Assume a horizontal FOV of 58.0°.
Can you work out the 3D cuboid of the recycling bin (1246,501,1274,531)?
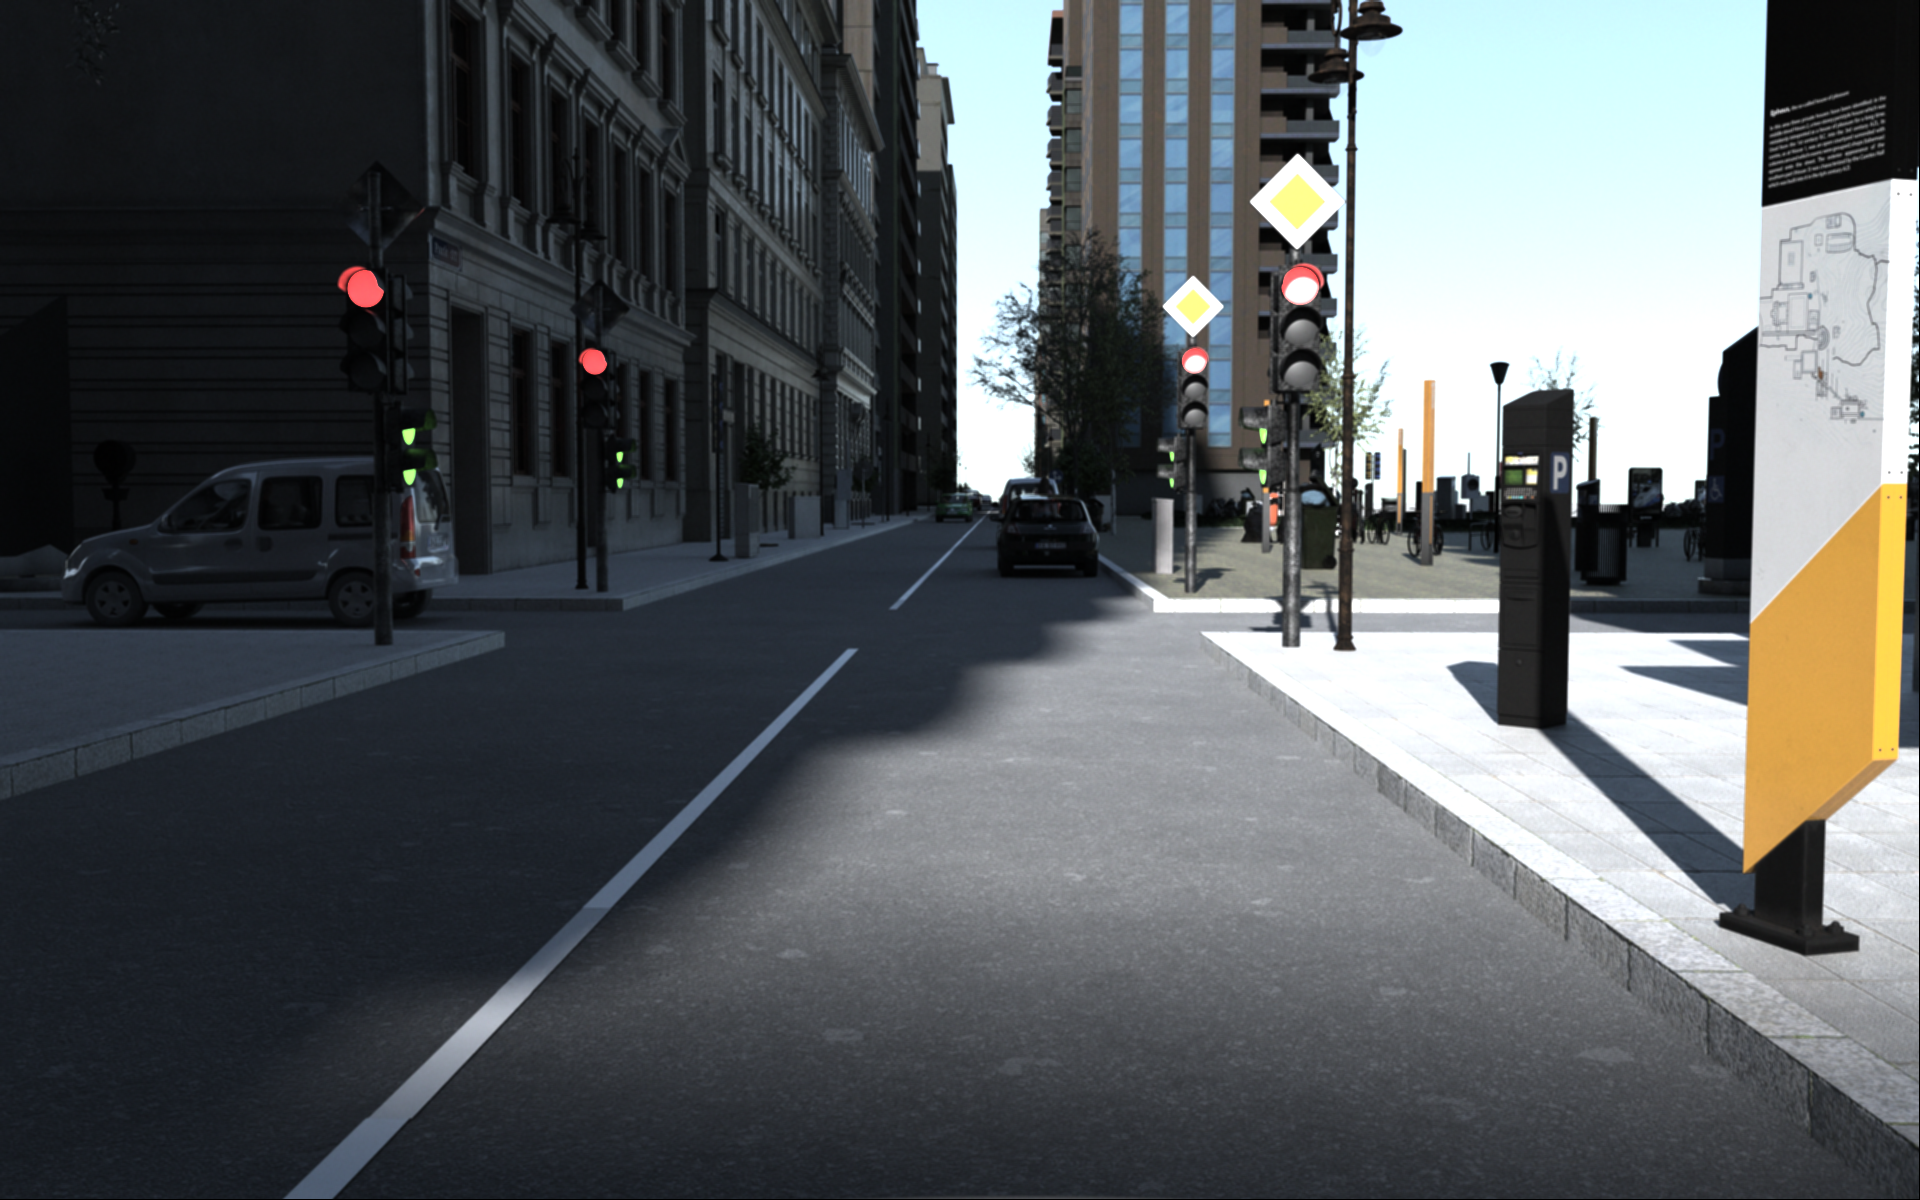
[{"bbox_3d":[10.393,-2.897,59.917,0.722,1.027,0.722,-2,4,-26],"label":"recycling bin"}]

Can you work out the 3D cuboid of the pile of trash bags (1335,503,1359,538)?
[{"bbox_3d":[10.620,-2.486,50.398,1.912,1.369,3.447,1,4,12],"label":"pile of trash bags"}]

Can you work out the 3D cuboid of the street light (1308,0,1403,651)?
[{"bbox_3d":[3.166,-2.525,14.076,0.468,5.910,1.993,0,4,2],"label":"street light"}]

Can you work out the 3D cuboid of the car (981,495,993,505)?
[{"bbox_3d":[3.355,-13.484,232.818,2.083,1.381,4.827,0,4,2],"label":"car"}]

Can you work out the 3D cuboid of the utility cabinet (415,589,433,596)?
[{"bbox_3d":[-7.210,-0.664,22.023,1.020,1.237,0.306,1,4,21],"label":"utility cabinet"}]

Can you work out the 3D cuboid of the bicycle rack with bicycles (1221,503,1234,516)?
[{"bbox_3d":[12.231,-3.708,74.014,2.852,0.926,2.925,1,4,11],"label":"bicycle rack with bicycles"}]

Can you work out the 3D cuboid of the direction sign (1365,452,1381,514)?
[{"bbox_3d":[22.241,-6.199,93.348,0.876,3.537,0.379,-1,4,-14],"label":"direction sign"}]

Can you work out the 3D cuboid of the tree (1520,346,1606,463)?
[{"bbox_3d":[30.008,-8.369,87.189,4.360,8.622,3.978,0,3,0],"label":"tree"}]

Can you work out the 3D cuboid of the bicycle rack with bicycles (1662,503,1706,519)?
[{"bbox_3d":[27.903,-3.312,67.535,2.852,0.926,2.925,2,4,32],"label":"bicycle rack with bicycles"}]

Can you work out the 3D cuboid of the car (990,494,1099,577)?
[{"bbox_3d":[1.549,-1.323,31.416,2.009,1.686,4.222,0,4,0],"label":"car"}]

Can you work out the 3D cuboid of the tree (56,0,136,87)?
[{"bbox_3d":[-6.154,-5.951,7.670,12.009,13.543,11.850,0,3,0],"label":"tree"}]

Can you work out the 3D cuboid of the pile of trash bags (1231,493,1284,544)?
[{"bbox_3d":[8.336,-2.205,45.812,1.912,1.369,3.447,1,4,13],"label":"pile of trash bags"}]

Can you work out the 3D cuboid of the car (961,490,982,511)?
[{"bbox_3d":[0.847,-8.801,152.563,2.281,1.827,5.304,0,4,2],"label":"car"}]

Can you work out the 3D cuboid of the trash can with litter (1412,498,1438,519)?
[{"bbox_3d":[18.967,-3.638,70.872,1.055,1.170,0.624,-1,4,-17],"label":"trash can with litter"}]

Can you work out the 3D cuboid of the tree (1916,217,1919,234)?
[{"bbox_3d":[23.568,-5.552,41.146,4.737,8.622,4.395,0,3,0],"label":"tree"}]

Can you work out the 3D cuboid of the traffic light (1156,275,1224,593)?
[{"bbox_3d":[2.981,-2.050,22.433,0.839,4.253,0.868,0,4,2],"label":"traffic light"}]

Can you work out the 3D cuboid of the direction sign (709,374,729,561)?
[{"bbox_3d":[-4.625,-2.513,33.086,0.379,3.537,0.876,0,4,4],"label":"direction sign"}]

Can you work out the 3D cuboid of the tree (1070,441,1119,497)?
[{"bbox_3d":[4.569,-4.074,61.214,1.663,3.219,1.824,0,3,0],"label":"tree"}]

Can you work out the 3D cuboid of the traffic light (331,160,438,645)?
[{"bbox_3d":[-4.893,-1.573,14.641,0.839,4.253,0.868,0,4,2],"label":"traffic light"}]

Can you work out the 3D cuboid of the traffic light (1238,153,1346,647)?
[{"bbox_3d":[2.766,-1.561,14.451,0.839,4.253,0.868,0,4,2],"label":"traffic light"}]

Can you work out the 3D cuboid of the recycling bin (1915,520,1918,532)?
[{"bbox_3d":[32.690,-2.868,59.448,0.722,1.027,0.722,3,5,42],"label":"recycling bin"}]

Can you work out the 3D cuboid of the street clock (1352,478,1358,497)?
[{"bbox_3d":[17.612,-4.477,77.774,0.358,2.002,0.471,-3,5,-41],"label":"street clock"}]

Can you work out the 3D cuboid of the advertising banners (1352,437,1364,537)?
[{"bbox_3d":[12.053,-3.457,52.706,0.090,3.025,2.074,0,4,3],"label":"advertising banners"}]

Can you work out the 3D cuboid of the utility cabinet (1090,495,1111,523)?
[{"bbox_3d":[6.307,-4.038,77.182,1.020,1.237,0.306,-2,4,-24],"label":"utility cabinet"}]

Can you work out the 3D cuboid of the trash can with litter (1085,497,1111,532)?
[{"bbox_3d":[4.715,-2.894,58.699,1.055,1.170,0.624,-3,4,-39],"label":"trash can with litter"}]

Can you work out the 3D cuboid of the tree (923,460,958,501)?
[{"bbox_3d":[-1.880,-11.198,166.807,4.285,4.588,4.351,0,3,0],"label":"tree"}]

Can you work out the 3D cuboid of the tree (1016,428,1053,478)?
[{"bbox_3d":[8.272,-14.397,185.760,4.360,8.622,3.978,0,3,0],"label":"tree"}]

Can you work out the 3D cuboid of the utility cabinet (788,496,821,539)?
[{"bbox_3d":[-4.475,-2.360,49.749,0.306,1.237,1.020,3,5,43],"label":"utility cabinet"}]

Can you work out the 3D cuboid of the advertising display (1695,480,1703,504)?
[{"bbox_3d":[34.163,-4.566,79.869,0.974,1.923,0.123,-3,5,-41],"label":"advertising display"}]

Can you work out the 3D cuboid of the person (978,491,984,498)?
[{"bbox_3d":[2.341,-12.932,219.956,1.348,1.821,0.705,1,4,12],"label":"person"}]

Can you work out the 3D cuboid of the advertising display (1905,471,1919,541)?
[{"bbox_3d":[26.224,-2.608,47.858,0.123,1.923,0.974,-1,4,-13],"label":"advertising display"}]

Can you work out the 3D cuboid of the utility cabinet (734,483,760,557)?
[{"bbox_3d":[-4.296,-1.614,35.060,0.318,1.500,1.173,0,4,3],"label":"utility cabinet"}]

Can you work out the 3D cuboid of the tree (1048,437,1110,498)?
[{"bbox_3d":[6.144,-6.534,90.545,4.285,4.588,4.351,0,3,0],"label":"tree"}]

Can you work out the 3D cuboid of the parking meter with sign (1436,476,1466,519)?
[{"bbox_3d":[20.444,-4.684,72.852,1.738,3.016,0.543,3,5,42],"label":"parking meter with sign"}]

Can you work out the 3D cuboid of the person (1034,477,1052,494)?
[{"bbox_3d":[1.977,-1.941,40.238,0.555,1.821,0.388,0,4,-1],"label":"person"}]

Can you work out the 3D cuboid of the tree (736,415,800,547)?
[{"bbox_3d":[-5.015,-2.924,42.417,1.663,3.219,1.824,0,3,0],"label":"tree"}]

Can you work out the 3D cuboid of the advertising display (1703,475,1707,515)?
[{"bbox_3d":[23.651,-2.990,54.105,0.123,1.923,0.974,-1,4,-13],"label":"advertising display"}]

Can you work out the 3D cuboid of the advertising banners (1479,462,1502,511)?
[{"bbox_3d":[28.872,-6.007,94.406,2.074,3.025,0.090,3,4,37],"label":"advertising banners"}]

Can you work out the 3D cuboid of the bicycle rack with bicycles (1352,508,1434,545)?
[{"bbox_3d":[11.231,-1.931,44.958,2.852,0.926,2.925,1,4,16],"label":"bicycle rack with bicycles"}]

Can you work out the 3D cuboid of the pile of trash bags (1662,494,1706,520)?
[{"bbox_3d":[31.698,-4.066,76.227,3.447,1.369,1.912,-2,4,-26],"label":"pile of trash bags"}]

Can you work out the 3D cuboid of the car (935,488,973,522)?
[{"bbox_3d":[-0.292,-4.895,88.832,1.959,1.807,4.718,0,4,3],"label":"car"}]

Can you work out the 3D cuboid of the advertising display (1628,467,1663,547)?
[{"bbox_3d":[16.606,-2.250,41.996,0.974,1.923,0.123,-1,4,-23],"label":"advertising display"}]

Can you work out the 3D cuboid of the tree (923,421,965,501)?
[{"bbox_3d":[-1.928,-13.562,172.102,4.360,8.622,3.978,0,3,0],"label":"tree"}]

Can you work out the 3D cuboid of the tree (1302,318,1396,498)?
[{"bbox_3d":[16.149,-7.527,73.427,4.737,8.622,4.395,0,3,0],"label":"tree"}]

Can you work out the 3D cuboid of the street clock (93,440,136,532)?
[{"bbox_3d":[-11.347,-1.145,23.299,0.471,2.002,0.358,0,4,5],"label":"street clock"}]

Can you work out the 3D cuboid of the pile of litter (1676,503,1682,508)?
[{"bbox_3d":[36.949,-4.582,88.881,1.719,0.858,1.176,3,5,42],"label":"pile of litter"}]

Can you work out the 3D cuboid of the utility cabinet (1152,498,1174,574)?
[{"bbox_3d":[3.321,-1.052,28.368,0.306,1.237,1.020,0,4,3],"label":"utility cabinet"}]

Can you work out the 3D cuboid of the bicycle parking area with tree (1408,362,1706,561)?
[{"bbox_3d":[14.068,-3.030,36.539,8.231,4.147,9.016,3,5,44],"label":"bicycle parking area with tree"}]

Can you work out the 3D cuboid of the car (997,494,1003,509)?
[{"bbox_3d":[4.637,-9.693,168.267,2.009,1.686,4.222,0,4,1],"label":"car"}]

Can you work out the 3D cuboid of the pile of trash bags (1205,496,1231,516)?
[{"bbox_3d":[14.367,-4.973,91.065,1.912,1.369,3.447,3,5,39],"label":"pile of trash bags"}]

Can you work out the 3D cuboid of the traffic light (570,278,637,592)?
[{"bbox_3d":[-4.678,-2.061,22.623,0.839,4.253,0.868,0,4,2],"label":"traffic light"}]

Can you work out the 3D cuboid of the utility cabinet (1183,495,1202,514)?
[{"bbox_3d":[13.093,-5.272,97.356,1.020,1.237,0.306,0,4,-1],"label":"utility cabinet"}]

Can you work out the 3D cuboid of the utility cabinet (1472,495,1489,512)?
[{"bbox_3d":[27.244,-4.876,90.885,1.020,1.237,0.306,-1,4,-19],"label":"utility cabinet"}]

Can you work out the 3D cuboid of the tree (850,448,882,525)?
[{"bbox_3d":[-4.118,-4.797,73.026,1.663,3.219,1.824,0,3,0],"label":"tree"}]

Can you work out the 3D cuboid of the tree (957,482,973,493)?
[{"bbox_3d":[0.757,-15.425,246.793,1.663,3.219,1.824,0,3,0],"label":"tree"}]

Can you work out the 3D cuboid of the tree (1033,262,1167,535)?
[{"bbox_3d":[4.630,-6.352,54.215,4.737,8.622,4.395,0,3,0],"label":"tree"}]

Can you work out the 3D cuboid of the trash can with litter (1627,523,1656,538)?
[{"bbox_3d":[19.541,-2.353,49.865,0.624,1.170,1.055,-3,4,-39],"label":"trash can with litter"}]
